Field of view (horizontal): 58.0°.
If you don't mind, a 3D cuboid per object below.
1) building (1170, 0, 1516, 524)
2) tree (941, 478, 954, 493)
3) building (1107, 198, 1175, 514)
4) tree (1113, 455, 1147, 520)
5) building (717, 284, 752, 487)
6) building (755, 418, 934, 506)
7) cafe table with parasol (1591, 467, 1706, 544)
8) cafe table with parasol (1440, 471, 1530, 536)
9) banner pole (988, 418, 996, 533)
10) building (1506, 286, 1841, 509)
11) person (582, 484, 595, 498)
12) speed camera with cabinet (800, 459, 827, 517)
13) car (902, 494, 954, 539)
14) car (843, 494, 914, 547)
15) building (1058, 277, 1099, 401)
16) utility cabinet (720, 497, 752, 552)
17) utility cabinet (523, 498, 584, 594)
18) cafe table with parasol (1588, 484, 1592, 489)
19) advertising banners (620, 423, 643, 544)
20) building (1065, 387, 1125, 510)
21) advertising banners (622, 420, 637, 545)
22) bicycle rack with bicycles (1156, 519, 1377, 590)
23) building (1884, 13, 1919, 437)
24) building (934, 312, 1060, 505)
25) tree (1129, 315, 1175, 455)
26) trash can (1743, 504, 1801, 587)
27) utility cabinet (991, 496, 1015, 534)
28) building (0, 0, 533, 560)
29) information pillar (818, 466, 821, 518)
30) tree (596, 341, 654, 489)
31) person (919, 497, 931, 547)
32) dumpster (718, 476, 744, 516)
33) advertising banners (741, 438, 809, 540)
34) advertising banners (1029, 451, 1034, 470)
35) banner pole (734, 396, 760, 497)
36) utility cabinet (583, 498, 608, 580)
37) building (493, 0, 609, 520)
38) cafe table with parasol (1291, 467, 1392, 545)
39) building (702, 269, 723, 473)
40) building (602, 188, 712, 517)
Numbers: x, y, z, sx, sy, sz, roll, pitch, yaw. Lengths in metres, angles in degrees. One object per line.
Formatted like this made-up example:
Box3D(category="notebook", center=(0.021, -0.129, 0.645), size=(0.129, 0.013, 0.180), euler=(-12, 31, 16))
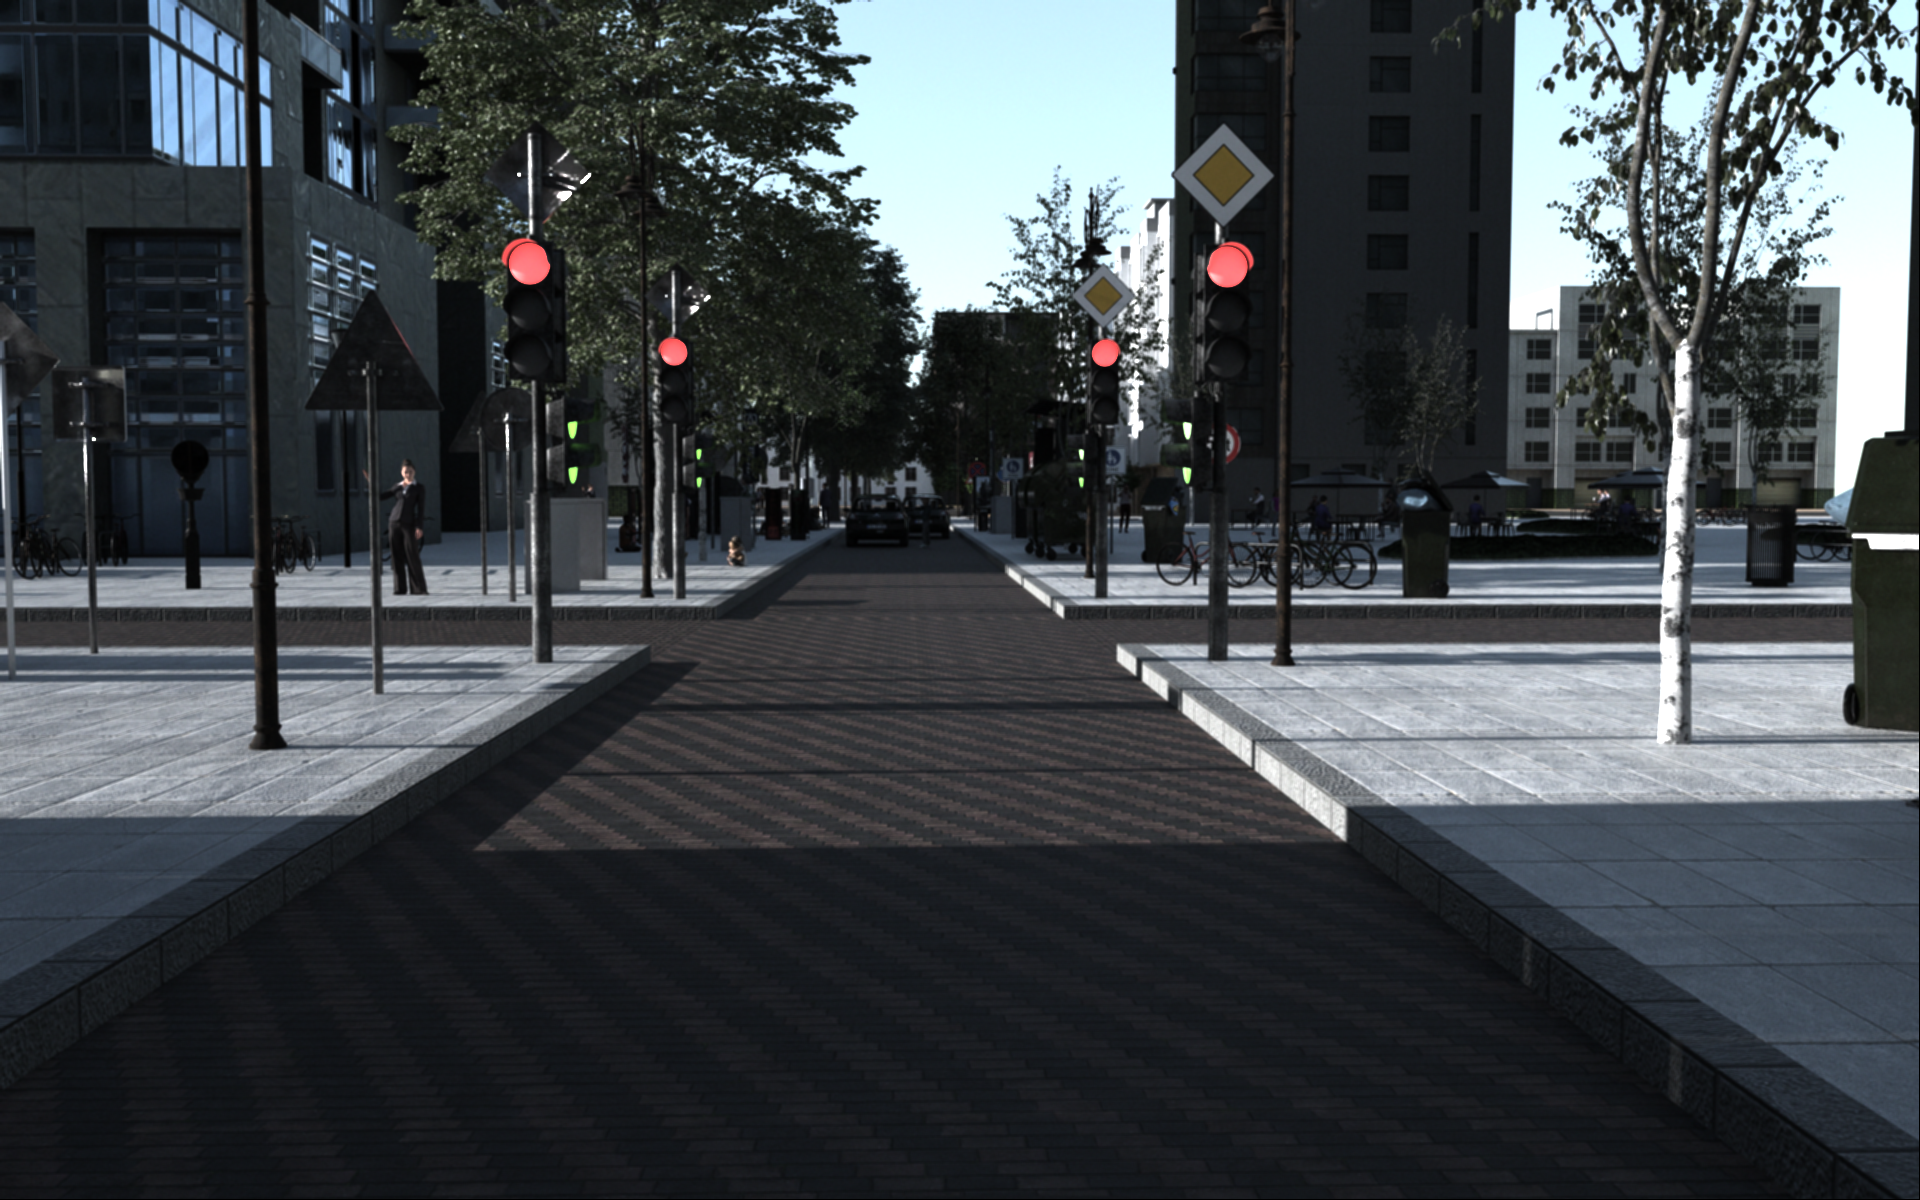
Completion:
Box3D(category="building", center=(16.874, -18.949, 81.517), size=(14.160, 30.474, 14.107), euler=(0, 4, -2))
Box3D(category="tree", center=(0.110, -7.704, 120.558), size=(1.663, 3.219, 1.824), euler=(0, 3, 0))
Box3D(category="building", center=(18.560, -15.922, 116.738), size=(16.016, 20.091, 11.380), euler=(0, 4, -2))
Box3D(category="tree", center=(8.367, -5.656, 87.072), size=(1.663, 3.219, 1.824), euler=(0, 3, 0))
Box3D(category="building", center=(-34.916, -17.520, 152.903), size=(31.486, 18.905, 16.747), euler=(0, 4, -2))
Box3D(category="building", center=(-16.804, -15.515, 195.823), size=(28.070, 9.664, 9.099), euler=(0, 4, -2))
Box3D(category="cafe table with parasol", center=(17.247, -2.351, 43.303), size=(2.610, 1.966, 2.610), euler=(1, 4, 20))
Box3D(category="cafe table with parasol", center=(15.507, -2.831, 51.155), size=(2.610, 1.966, 2.610), euler=(1, 4, 11))
Box3D(category="banner pole", center=(1.058, -4.097, 57.011), size=(0.401, 3.779, 0.863), euler=(1, 4, 14))
Box3D(category="building", center=(58.917, -17.693, 155.733), size=(31.486, 18.905, 16.747), euler=(0, 4, -2))
Box3D(category="person", center=(-15.564, -4.035, 72.818), size=(0.445, 1.727, 0.742), euler=(1, 4, 13))
Box3D(category="speed camera with cabinet", center=(-7.742, -6.164, 95.118), size=(2.038, 3.252, 0.660), euler=(-1, 4, -23))
Box3D(category="car", center=(-1.204, -2.881, 56.898), size=(2.009, 1.686, 4.222), euler=(0, 4, -1))
Box3D(category="car", center=(-2.290, -2.369, 48.519), size=(2.009, 1.686, 4.222), euler=(0, 4, -1))
Box3D(category="building", center=(16.996, -18.328, 156.085), size=(16.016, 20.091, 11.380), euler=(0, 4, -2))
Box3D(category="utility cabinet", center=(-5.021, -1.692, 38.825), size=(0.306, 1.237, 1.020), euler=(-2, 4, -34))
Box3D(category="utility cabinet", center=(-5.329, -0.702, 22.633), size=(0.306, 1.237, 1.020), euler=(1, 4, 14))
Box3D(category="cafe table with parasol", center=(19.219, -2.746, 49.758), size=(2.610, 1.966, 2.610), euler=(0, 4, -2))
Box3D(category="advertising banners", center=(-8.255, -2.906, 43.695), size=(0.090, 3.025, 2.074), euler=(0, 4, 5))
Box3D(category="building", center=(14.127, -11.894, 136.618), size=(9.099, 9.664, 28.070), euler=(0, 4, -2))
Box3D(category="advertising banners", center=(-7.830, -2.743, 41.029), size=(0.090, 3.025, 2.074), euler=(0, 4, -8))
Box3D(category="bicycle rack with bicycles", center=(4.573, -0.659, 24.164), size=(2.852, 0.926, 2.925), euler=(-3, 5, -44))
Box3D(category="building", center=(40.055, -23.782, 43.462), size=(28.867, 44.769, 22.147), euler=(0, 4, -2))
Box3D(category="building", center=(13.263, -22.097, 205.263), size=(32.646, 21.610, 27.936), euler=(0, 4, -2))
Box3D(category="tree", center=(9.190, -7.297, 69.663), size=(4.360, 8.622, 3.978), euler=(0, 3, 0))
Box3D(category="trash can", center=(11.264, -0.759, 24.063), size=(0.748, 1.137, 0.748), euler=(0, 3, 0))
Box3D(category="utility cabinet", center=(1.485, -2.722, 55.664), size=(1.020, 1.237, 0.306), euler=(-2, 4, -31))
Box3D(category="building", center=(-24.765, -44.910, 46.947), size=(22.319, 86.520, 31.000), euler=(0, 4, -2))
Box3D(category="information pillar", center=(-7.424, -6.115, 91.341), size=(0.183, 3.616, 0.504), euler=(0, 4, -5))
Box3D(category="tree", center=(-14.897, -7.970, 80.674), size=(4.360, 8.622, 3.978), euler=(0, 3, 0))
Box3D(category="person", center=(-0.946, -2.096, 46.671), size=(0.340, 1.345, 0.435), euler=(0, 4, -6))
Box3D(category="dumpster", center=(-7.549, -3.074, 56.021), size=(1.264, 1.857, 1.865), euler=(0, 4, -2))
Box3D(category="advertising banners", center=(-5.193, -3.190, 48.350), size=(2.074, 3.025, 0.090), euler=(1, 4, 18))
Box3D(category="advertising banners", center=(3.187, -4.542, 70.453), size=(0.090, 3.025, 2.074), euler=(-1, 4, -19))
Box3D(category="banner pole", center=(-5.522, -3.329, 44.448), size=(0.863, 3.779, 0.401), euler=(-1, 4, -22))
Box3D(category="utility cabinet", center=(-5.801, -0.899, 25.864), size=(1.020, 1.237, 0.306), euler=(0, 4, -2))
Box3D(category="building", center=(-24.486, -24.174, 78.839), size=(14.154, 41.232, 14.086), euler=(0, 4, -2))
Box3D(category="cafe table with parasol", center=(9.644, -2.405, 44.183), size=(2.610, 1.966, 2.610), euler=(1, 4, 20))
Box3D(category="building", center=(-26.672, -16.934, 133.294), size=(16.016, 20.091, 11.380), euler=(0, 4, -2))
Box3D(category="building", center=(-26.232, -15.014, 111.942), size=(16.747, 18.905, 31.486), euler=(0, 4, -2))
